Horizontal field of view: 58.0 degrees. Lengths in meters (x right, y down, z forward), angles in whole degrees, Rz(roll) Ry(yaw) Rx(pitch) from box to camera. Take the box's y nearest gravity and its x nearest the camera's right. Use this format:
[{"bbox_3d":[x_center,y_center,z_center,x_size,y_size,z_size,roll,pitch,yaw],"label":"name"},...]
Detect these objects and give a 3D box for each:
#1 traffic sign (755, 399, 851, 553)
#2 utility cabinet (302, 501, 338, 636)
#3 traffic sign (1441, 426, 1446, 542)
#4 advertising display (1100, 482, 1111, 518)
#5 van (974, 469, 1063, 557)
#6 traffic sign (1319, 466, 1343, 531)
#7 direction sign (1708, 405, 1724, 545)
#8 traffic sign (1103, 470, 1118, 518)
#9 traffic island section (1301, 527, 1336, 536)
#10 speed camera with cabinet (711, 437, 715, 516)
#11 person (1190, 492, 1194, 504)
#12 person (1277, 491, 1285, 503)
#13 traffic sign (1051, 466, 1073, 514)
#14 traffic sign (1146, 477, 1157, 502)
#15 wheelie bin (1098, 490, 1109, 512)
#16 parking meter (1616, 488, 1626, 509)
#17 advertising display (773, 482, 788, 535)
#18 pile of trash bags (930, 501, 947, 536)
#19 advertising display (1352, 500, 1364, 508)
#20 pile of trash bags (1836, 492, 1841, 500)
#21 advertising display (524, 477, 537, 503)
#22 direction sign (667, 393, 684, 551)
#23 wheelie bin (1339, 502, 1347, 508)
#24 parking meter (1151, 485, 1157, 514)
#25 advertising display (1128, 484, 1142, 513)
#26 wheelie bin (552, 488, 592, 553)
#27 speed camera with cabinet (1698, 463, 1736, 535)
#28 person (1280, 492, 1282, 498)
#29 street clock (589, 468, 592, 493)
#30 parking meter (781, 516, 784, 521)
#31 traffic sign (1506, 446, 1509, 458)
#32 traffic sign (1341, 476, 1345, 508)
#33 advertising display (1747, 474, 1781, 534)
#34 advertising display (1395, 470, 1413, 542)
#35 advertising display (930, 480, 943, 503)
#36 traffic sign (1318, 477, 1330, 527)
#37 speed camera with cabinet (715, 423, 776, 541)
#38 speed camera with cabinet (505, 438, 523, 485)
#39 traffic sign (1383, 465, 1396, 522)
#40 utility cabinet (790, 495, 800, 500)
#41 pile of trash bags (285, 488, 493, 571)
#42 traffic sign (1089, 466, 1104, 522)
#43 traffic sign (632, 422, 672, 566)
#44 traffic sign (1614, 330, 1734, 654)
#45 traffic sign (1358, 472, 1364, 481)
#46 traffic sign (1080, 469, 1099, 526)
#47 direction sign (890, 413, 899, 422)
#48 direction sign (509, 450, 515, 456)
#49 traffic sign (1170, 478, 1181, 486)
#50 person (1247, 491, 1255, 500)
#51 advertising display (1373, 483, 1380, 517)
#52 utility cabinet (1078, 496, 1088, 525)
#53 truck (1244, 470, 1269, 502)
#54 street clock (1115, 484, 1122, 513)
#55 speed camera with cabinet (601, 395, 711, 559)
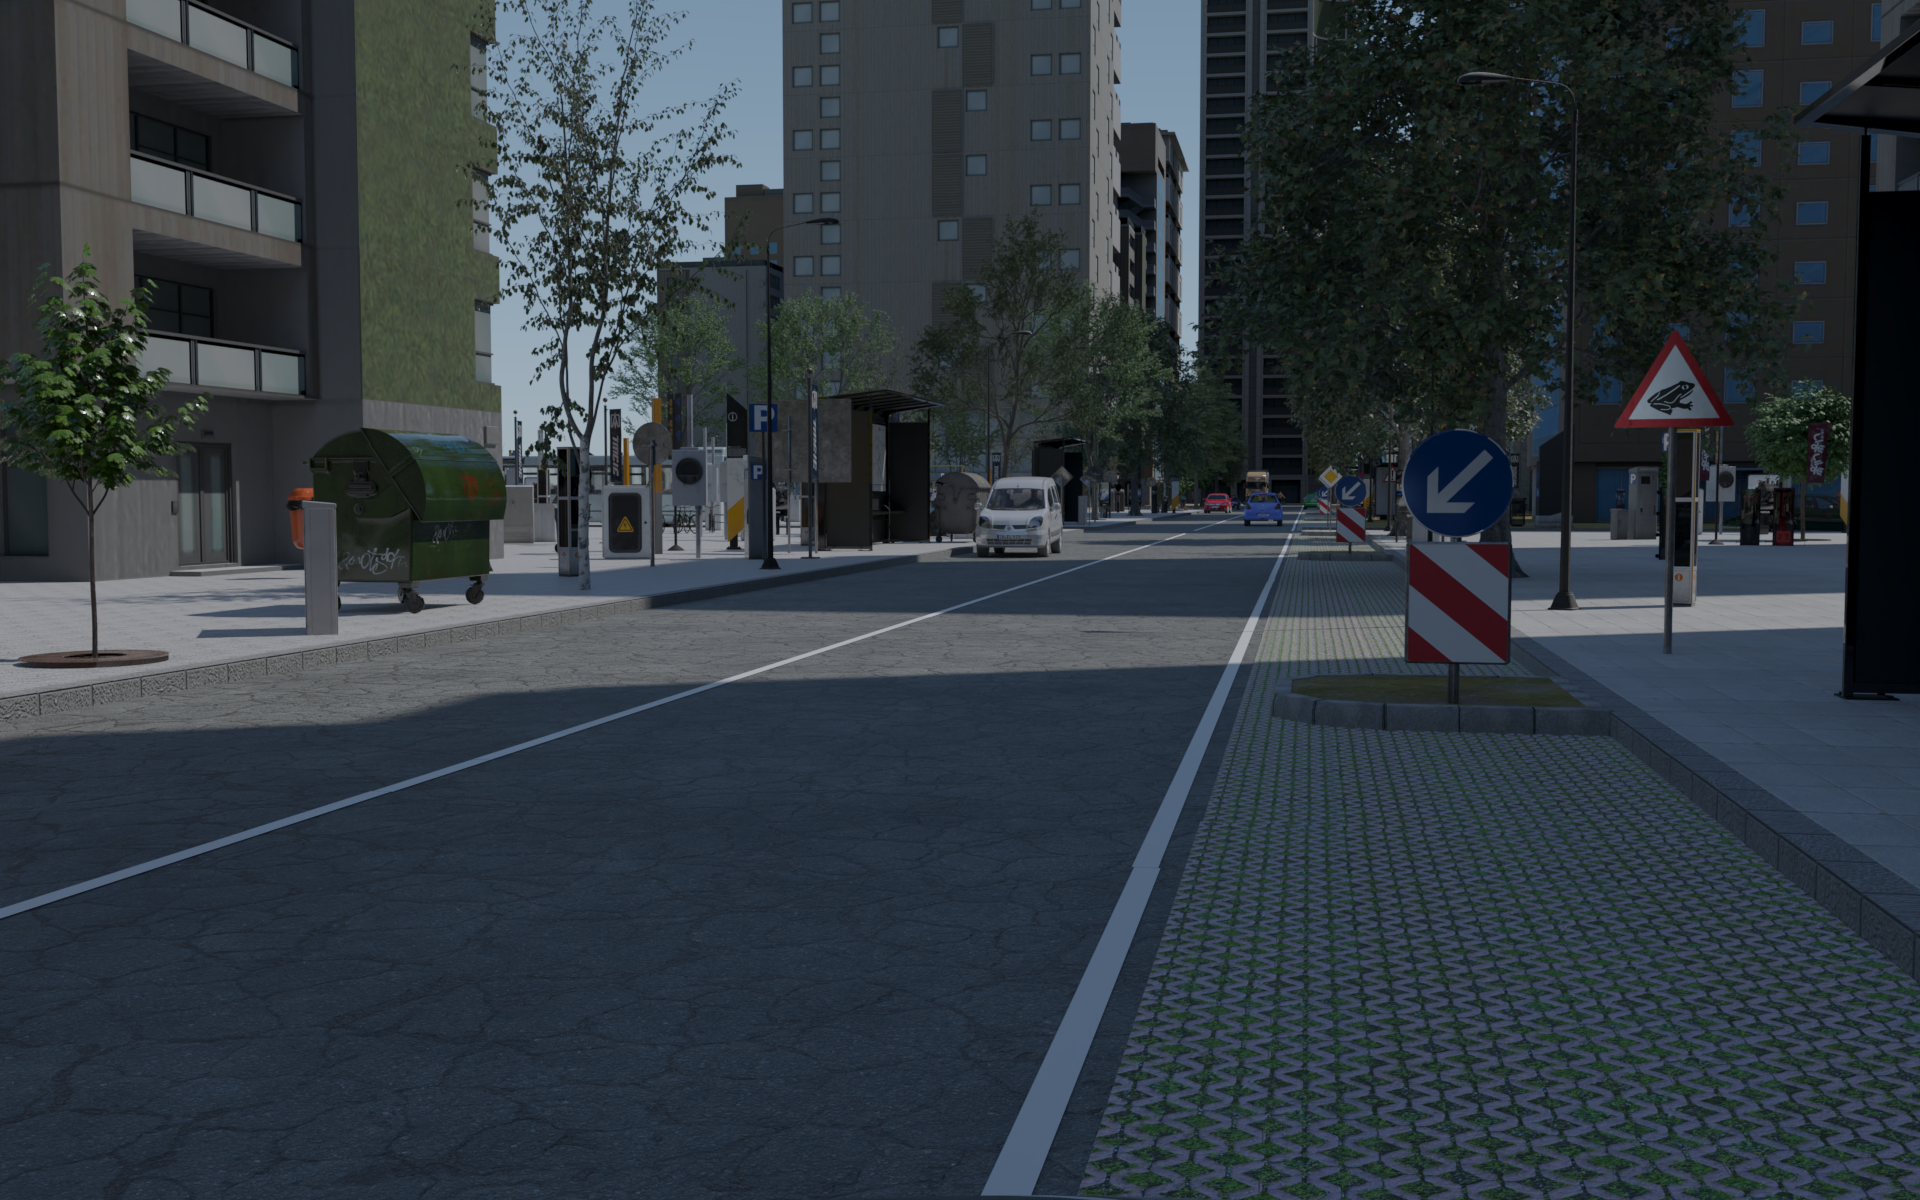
[{"bbox_3d":[-3.402,-2.661,37.380,2.265,3.308,0.079,1,4,20],"label":"traffic sign"},{"bbox_3d":[-5.969,-0.307,16.187,0.306,1.237,1.020,-1,4,-21],"label":"utility cabinet"},{"bbox_3d":[9.326,-2.043,33.399,0.884,2.594,0.081,1,4,20],"label":"traffic sign"},{"bbox_3d":[7.738,-5.329,92.343,0.123,1.923,0.974,-2,4,-26],"label":"advertising display"},{"bbox_3d":[1.424,-2.058,40.666,2.013,2.044,4.112,1,4,9],"label":"van"},{"bbox_3d":[12.840,-3.447,60.007,0.795,2.450,0.064,1,4,11],"label":"traffic sign"},{"bbox_3d":[19.182,-3.171,43.842,0.379,3.537,0.876,2,4,34],"label":"direction sign"},{"bbox_3d":[8.052,-5.672,92.839,0.768,2.556,0.104,1,4,12],"label":"traffic sign"},{"bbox_3d":[12.865,-2.312,60.080,2.009,0.180,2.903,1,4,11],"label":"traffic island section"},{"bbox_3d":[-7.057,-3.527,51.997,2.038,3.252,0.660,-2,4,-28],"label":"speed camera with cabinet"},{"bbox_3d":[29.904,-13.102,223.265,0.990,1.755,0.434,-3,5,-45],"label":"person"},{"bbox_3d":[39.137,-12.442,211.934,1.348,1.823,0.705,3,5,40],"label":"person"},{"bbox_3d":[3.634,-3.562,61.873,0.795,2.450,0.064,1,4,11],"label":"traffic sign"},{"bbox_3d":[14.292,-7.905,129.347,0.768,2.556,0.104,1,4,13],"label":"traffic sign"},{"bbox_3d":[10.104,-6.966,121.799,0.980,1.594,0.693,3,4,37],"label":"wheelie bin"},{"bbox_3d":[27.767,-3.939,72.816,0.372,1.533,0.369,0,3,0],"label":"parking meter"},{"bbox_3d":[-5.845,-3.002,54.295,0.974,1.923,0.123,-1,4,-21],"label":"advertising display"},{"bbox_3d":[-0.024,-2.703,53.943,1.912,1.369,3.447,1,4,12],"label":"pile of trash bags"},{"bbox_3d":[19.854,-4.967,86.426,0.123,1.923,0.974,3,5,43],"label":"advertising display"},{"bbox_3d":[36.005,-3.599,68.595,3.447,1.369,1.912,-2,4,-24],"label":"pile of trash bags"},{"bbox_3d":[-16.040,-3.702,65.740,0.974,1.923,0.123,0,4,4],"label":"advertising display"},{"bbox_3d":[-6.437,-2.883,39.131,0.379,3.537,0.876,-2,4,-28],"label":"direction sign"},{"bbox_3d":[28.705,-7.446,129.652,0.693,1.594,0.980,0,4,8],"label":"wheelie bin"},{"bbox_3d":[12.796,-6.627,114.067,0.255,1.863,0.399,2,4,35],"label":"parking meter"},{"bbox_3d":[11.017,-6.368,109.326,0.974,1.923,0.123,-2,4,-28],"label":"advertising display"},{"bbox_3d":[-8.327,-1.792,37.207,0.693,1.594,0.980,-3,4,-37],"label":"wheelie bin"},{"bbox_3d":[23.407,-3.694,54.735,2.038,3.252,0.660,0,4,-8],"label":"speed camera with cabinet"},{"bbox_3d":[40.274,-12.801,217.757,0.705,1.831,1.348,0,4,3],"label":"person"},{"bbox_3d":[-9.423,-2.370,43.327,0.358,2.002,0.471,1,4,21],"label":"street clock"},{"bbox_3d":[-8.222,-4.455,81.243,0.372,1.533,0.369,0,3,0],"label":"parking meter"},{"bbox_3d":[12.262,-2.438,39.969,0.768,2.556,0.104,1,4,19],"label":"traffic sign"},{"bbox_3d":[27.236,-7.494,122.630,0.768,2.556,0.104,1,4,16],"label":"traffic sign"},{"bbox_3d":[25.508,-3.045,55.007,0.974,1.923,0.123,2,4,25],"label":"advertising display"},{"bbox_3d":[12.063,-2.498,46.050,0.974,1.923,0.123,1,4,9],"label":"advertising display"},{"bbox_3d":[-1.116,-4.645,81.153,0.123,1.923,0.974,-2,4,-34],"label":"advertising display"},{"bbox_3d":[14.415,-3.926,67.836,0.795,2.450,0.064,1,4,11],"label":"traffic sign"},{"bbox_3d":[-5.873,-3.274,47.874,0.660,3.252,2.038,-3,5,-39],"label":"speed camera with cabinet"},{"bbox_3d":[-16.027,-4.137,61.980,0.660,3.252,2.038,-1,4,-18],"label":"speed camera with cabinet"},{"bbox_3d":[19.518,-4.782,78.195,0.884,2.594,0.081,1,4,20],"label":"traffic sign"},{"bbox_3d":[-11.228,-6.475,117.028,1.020,1.237,0.306,1,4,22],"label":"utility cabinet"},{"bbox_3d":[-9.234,-1.093,27.621,1.912,1.369,3.447,2,4,28],"label":"pile of trash bags"},{"bbox_3d":[6.121,-4.794,78.494,0.768,2.556,0.104,1,4,18],"label":"traffic sign"},{"bbox_3d":[-5.456,-1.868,30.650,0.768,2.556,0.104,1,4,16],"label":"traffic sign"},{"bbox_3d":[5.686,-0.847,13.846,0.884,2.594,0.081,1,4,17],"label":"traffic sign"},{"bbox_3d":[22.671,-5.925,96.980,0.768,2.556,0.104,1,4,13],"label":"traffic sign"},{"bbox_3d":[5.209,-4.040,69.702,0.795,2.450,0.064,1,4,11],"label":"traffic sign"},{"bbox_3d":[-1.804,-3.312,46.147,0.379,3.537,0.876,-2,4,-25],"label":"direction sign"},{"bbox_3d":[-23.038,-5.943,89.165,0.379,3.537,0.876,0,4,5],"label":"direction sign"},{"bbox_3d":[15.462,-7.611,124.547,0.768,2.556,0.104,1,4,13],"label":"traffic sign"},{"bbox_3d":[26.859,-9.163,158.837,1.217,1.766,0.721,3,5,41],"label":"person"},{"bbox_3d":[23.716,-5.668,97.889,0.974,1.923,0.123,-3,4,-37],"label":"advertising display"},{"bbox_3d":[5.092,-3.711,71.833,0.306,1.237,1.020,1,4,10],"label":"utility cabinet"},{"bbox_3d":[35.183,-13.221,205.070,2.839,4.237,11.283,1,4,11],"label":"truck"},{"bbox_3d":[11.004,-7.093,120.541,0.471,2.002,0.358,0,4,-1],"label":"street clock"},{"bbox_3d":[-6.040,-2.443,34.278,2.038,3.252,0.660,0,4,-5],"label":"speed camera with cabinet"}]
